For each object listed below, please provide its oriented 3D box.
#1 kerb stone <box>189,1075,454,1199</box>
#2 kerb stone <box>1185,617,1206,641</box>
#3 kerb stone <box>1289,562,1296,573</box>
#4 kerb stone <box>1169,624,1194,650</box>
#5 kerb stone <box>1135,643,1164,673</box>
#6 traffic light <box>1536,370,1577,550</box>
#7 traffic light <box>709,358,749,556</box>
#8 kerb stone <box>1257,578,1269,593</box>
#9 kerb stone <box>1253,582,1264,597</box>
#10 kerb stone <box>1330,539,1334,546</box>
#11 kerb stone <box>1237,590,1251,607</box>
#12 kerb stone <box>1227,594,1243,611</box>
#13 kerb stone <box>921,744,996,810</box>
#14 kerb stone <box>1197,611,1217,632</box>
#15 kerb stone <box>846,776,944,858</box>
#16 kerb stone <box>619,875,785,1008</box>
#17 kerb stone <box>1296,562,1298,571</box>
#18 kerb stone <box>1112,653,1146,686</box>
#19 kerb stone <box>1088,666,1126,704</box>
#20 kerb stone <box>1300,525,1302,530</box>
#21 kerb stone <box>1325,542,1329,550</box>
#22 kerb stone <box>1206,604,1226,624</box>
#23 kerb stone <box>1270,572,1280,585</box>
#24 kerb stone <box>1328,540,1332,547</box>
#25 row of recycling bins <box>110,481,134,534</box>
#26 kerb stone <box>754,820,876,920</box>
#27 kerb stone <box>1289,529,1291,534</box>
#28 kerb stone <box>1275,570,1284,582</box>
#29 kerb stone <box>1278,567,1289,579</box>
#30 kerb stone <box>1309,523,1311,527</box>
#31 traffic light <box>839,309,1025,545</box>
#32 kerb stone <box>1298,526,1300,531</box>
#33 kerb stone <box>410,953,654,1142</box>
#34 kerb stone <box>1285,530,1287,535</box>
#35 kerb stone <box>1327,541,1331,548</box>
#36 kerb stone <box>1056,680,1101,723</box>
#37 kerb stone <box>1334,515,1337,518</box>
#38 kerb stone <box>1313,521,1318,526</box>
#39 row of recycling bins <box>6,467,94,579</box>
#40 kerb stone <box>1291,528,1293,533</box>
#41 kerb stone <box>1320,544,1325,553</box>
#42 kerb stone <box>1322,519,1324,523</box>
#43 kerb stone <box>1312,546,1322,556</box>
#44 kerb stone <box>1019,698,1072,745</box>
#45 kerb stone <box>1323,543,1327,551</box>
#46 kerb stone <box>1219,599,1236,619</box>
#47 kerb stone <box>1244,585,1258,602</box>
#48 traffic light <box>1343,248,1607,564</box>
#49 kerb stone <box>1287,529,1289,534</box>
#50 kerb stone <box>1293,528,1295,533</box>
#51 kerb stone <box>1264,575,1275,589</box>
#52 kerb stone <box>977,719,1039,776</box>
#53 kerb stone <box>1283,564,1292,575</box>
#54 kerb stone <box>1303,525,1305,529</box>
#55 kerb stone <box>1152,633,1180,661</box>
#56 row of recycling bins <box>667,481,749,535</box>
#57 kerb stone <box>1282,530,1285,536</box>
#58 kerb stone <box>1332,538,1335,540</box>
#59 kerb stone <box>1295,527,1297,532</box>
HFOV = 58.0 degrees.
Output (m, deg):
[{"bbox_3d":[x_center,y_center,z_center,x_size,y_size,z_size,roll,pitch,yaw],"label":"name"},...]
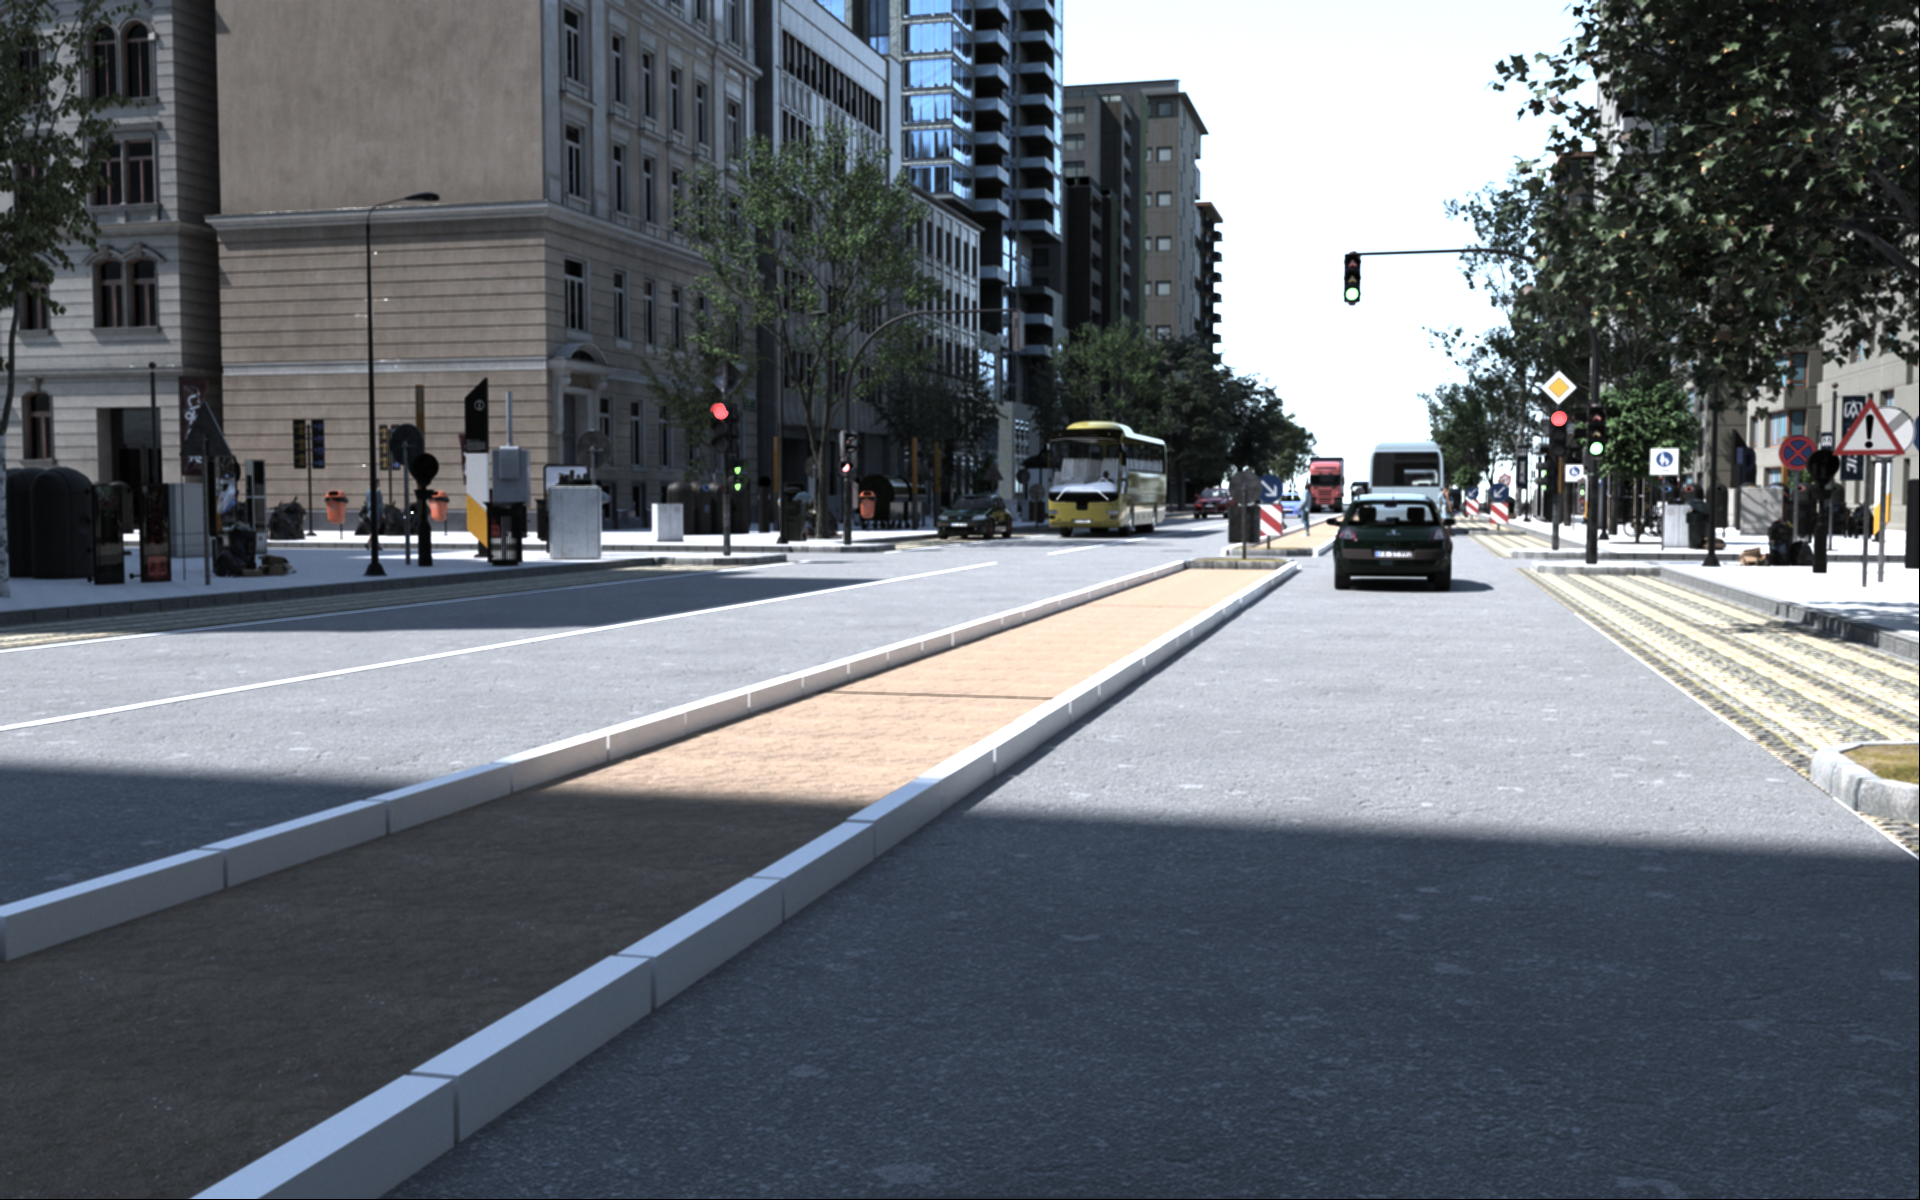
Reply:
[{"bbox_3d":[-1.294,1.154,3.331,0.120,0.150,1.000,1,4,14],"label":"kerb stone"},{"bbox_3d":[2.305,0.305,17.217,0.120,0.150,1.000,1,4,14],"label":"kerb stone"},{"bbox_3d":[5.893,-0.544,31.094,0.120,0.150,1.000,1,4,14],"label":"kerb stone"},{"bbox_3d":[2.044,0.365,16.223,0.120,0.150,1.000,1,4,14],"label":"kerb stone"},{"bbox_3d":[1.531,0.489,14.236,0.120,0.150,1.000,1,4,14],"label":"kerb stone"},{"bbox_3d":[13.556,-3.086,39.379,0.839,4.253,0.868,1,4,14],"label":"traffic light"},{"bbox_3d":[-4.824,-2.871,35.860,0.839,4.253,0.868,1,4,14],"label":"traffic light"},{"bbox_3d":[4.354,-0.180,25.143,0.120,0.150,1.000,1,4,14],"label":"kerb stone"},{"bbox_3d":[4.104,-0.119,24.149,0.120,0.150,1.000,1,4,14],"label":"kerb stone"},{"bbox_3d":[9.900,-1.486,46.526,0.120,0.150,1.000,1,4,14],"label":"kerb stone"},{"bbox_3d":[3.590,0.002,22.168,0.120,0.150,1.000,1,4,14],"label":"kerb stone"},{"bbox_3d":[3.317,0.062,21.181,0.120,0.150,1.000,1,4,14],"label":"kerb stone"},{"bbox_3d":[-0.014,0.850,8.295,0.120,0.150,1.000,1,4,14],"label":"kerb stone"},{"bbox_3d":[2.560,0.246,18.209,0.120,0.150,1.000,1,4,14],"label":"kerb stone"},{"bbox_3d":[-0.266,0.911,7.305,0.120,0.150,1.000,1,4,14],"label":"kerb stone"},{"bbox_3d":[-0.777,1.036,5.318,0.120,0.150,1.000,1,4,14],"label":"kerb stone"},{"bbox_3d":[6.160,-0.604,32.080,0.120,0.150,1.000,1,4,14],"label":"kerb stone"},{"bbox_3d":[1.267,0.549,13.248,0.120,0.150,1.000,1,4,14],"label":"kerb stone"},{"bbox_3d":[1.016,0.608,12.257,0.120,0.150,1.000,1,4,14],"label":"kerb stone"},{"bbox_3d":[12.997,-2.729,66.864,0.120,0.150,1.000,1,4,14],"label":"kerb stone"},{"bbox_3d":[9.130,-1.301,43.554,0.120,0.150,1.000,1,4,14],"label":"kerb stone"},{"bbox_3d":[2.808,0.183,19.200,0.120,0.150,1.000,1,4,14],"label":"kerb stone"},{"bbox_3d":[4.877,-0.302,27.126,0.120,0.150,1.000,1,4,14],"label":"kerb stone"},{"bbox_3d":[9.637,-1.425,45.539,0.120,0.150,1.000,1,4,14],"label":"kerb stone"},{"bbox_3d":[-28.548,-3.033,56.709,3.534,1.692,1.069,1,4,20],"label":"row of recycling bins"},{"bbox_3d":[-0.521,0.978,6.313,0.120,0.150,1.000,1,4,14],"label":"kerb stone"},{"bbox_3d":[11.455,-2.366,60.915,0.120,0.150,1.000,1,4,14],"label":"kerb stone"},{"bbox_3d":[5.131,-0.357,28.119,0.120,0.150,1.000,1,4,14],"label":"kerb stone"},{"bbox_3d":[5.387,-0.423,29.111,0.120,0.150,1.000,1,4,14],"label":"kerb stone"},{"bbox_3d":[14.551,-3.091,72.822,0.120,0.150,1.000,1,4,14],"label":"kerb stone"},{"bbox_3d":[-0.774,-4.185,43.100,4.771,5.953,1.251,1,4,14],"label":"traffic light"},{"bbox_3d":[12.743,-2.670,65.866,0.120,0.150,1.000,1,4,14],"label":"kerb stone"},{"bbox_3d":[-1.038,1.093,4.321,0.120,0.150,1.000,1,4,14],"label":"kerb stone"},{"bbox_3d":[10.944,-2.247,58.936,0.120,0.150,1.000,1,4,14],"label":"kerb stone"},{"bbox_3d":[9.384,-1.362,44.549,0.120,0.150,1.000,1,4,14],"label":"kerb stone"},{"bbox_3d":[0.757,0.669,11.265,0.120,0.150,1.000,1,4,14],"label":"kerb stone"},{"bbox_3d":[21.226,-4.676,98.641,0.120,0.150,1.000,1,4,14],"label":"kerb stone"},{"bbox_3d":[16.094,-3.461,78.785,0.120,0.150,1.000,1,4,14],"label":"kerb stone"},{"bbox_3d":[-14.701,-1.240,27.379,3.534,1.692,1.069,3,5,44],"label":"row of recycling bins"},{"bbox_3d":[11.721,-2.426,61.902,0.120,0.150,1.000,1,4,14],"label":"kerb stone"},{"bbox_3d":[8.609,-1.184,41.557,0.120,0.150,1.000,1,4,14],"label":"kerb stone"},{"bbox_3d":[17.376,-3.764,83.757,0.120,0.150,1.000,1,4,14],"label":"kerb stone"},{"bbox_3d":[8.345,-1.120,40.564,0.120,0.150,1.000,1,4,14],"label":"kerb stone"},{"bbox_3d":[0.496,0.729,10.276,0.120,0.150,1.000,1,4,14],"label":"kerb stone"},{"bbox_3d":[8.867,-1.239,42.566,0.120,0.150,1.000,1,4,14],"label":"kerb stone"},{"bbox_3d":[3.074,0.123,20.188,0.120,0.150,1.000,1,4,14],"label":"kerb stone"},{"bbox_3d":[3.845,-0.059,23.158,0.120,0.150,1.000,1,4,14],"label":"kerb stone"},{"bbox_3d":[9.505,-3.509,32.033,4.771,5.953,1.251,1,4,14],"label":"traffic light"},{"bbox_3d":[11.191,-2.308,59.927,0.120,0.150,1.000,1,4,14],"label":"kerb stone"},{"bbox_3d":[11.970,-2.487,62.893,0.120,0.150,1.000,1,4,14],"label":"kerb stone"},{"bbox_3d":[4.612,-0.241,26.132,0.120,0.150,1.000,1,4,14],"label":"kerb stone"},{"bbox_3d":[0.248,0.790,9.284,0.120,0.150,1.000,1,4,14],"label":"kerb stone"},{"bbox_3d":[5.638,-0.484,30.102,0.120,0.150,1.000,1,4,14],"label":"kerb stone"},{"bbox_3d":[13.516,-2.853,68.844,0.120,0.150,1.000,1,4,14],"label":"kerb stone"},{"bbox_3d":[1.786,0.426,15.226,0.120,0.150,1.000,1,4,14],"label":"kerb stone"},{"bbox_3d":[-8.074,-2.950,55.350,1.069,1.692,3.534,2,4,32],"label":"row of recycling bins"},{"bbox_3d":[10.689,-2.184,57.936,0.120,0.150,1.000,1,4,14],"label":"kerb stone"},{"bbox_3d":[10.153,-1.549,47.523,0.120,0.150,1.000,1,4,14],"label":"kerb stone"},{"bbox_3d":[12.232,-2.547,63.881,0.120,0.150,1.000,1,4,14],"label":"kerb stone"}]
